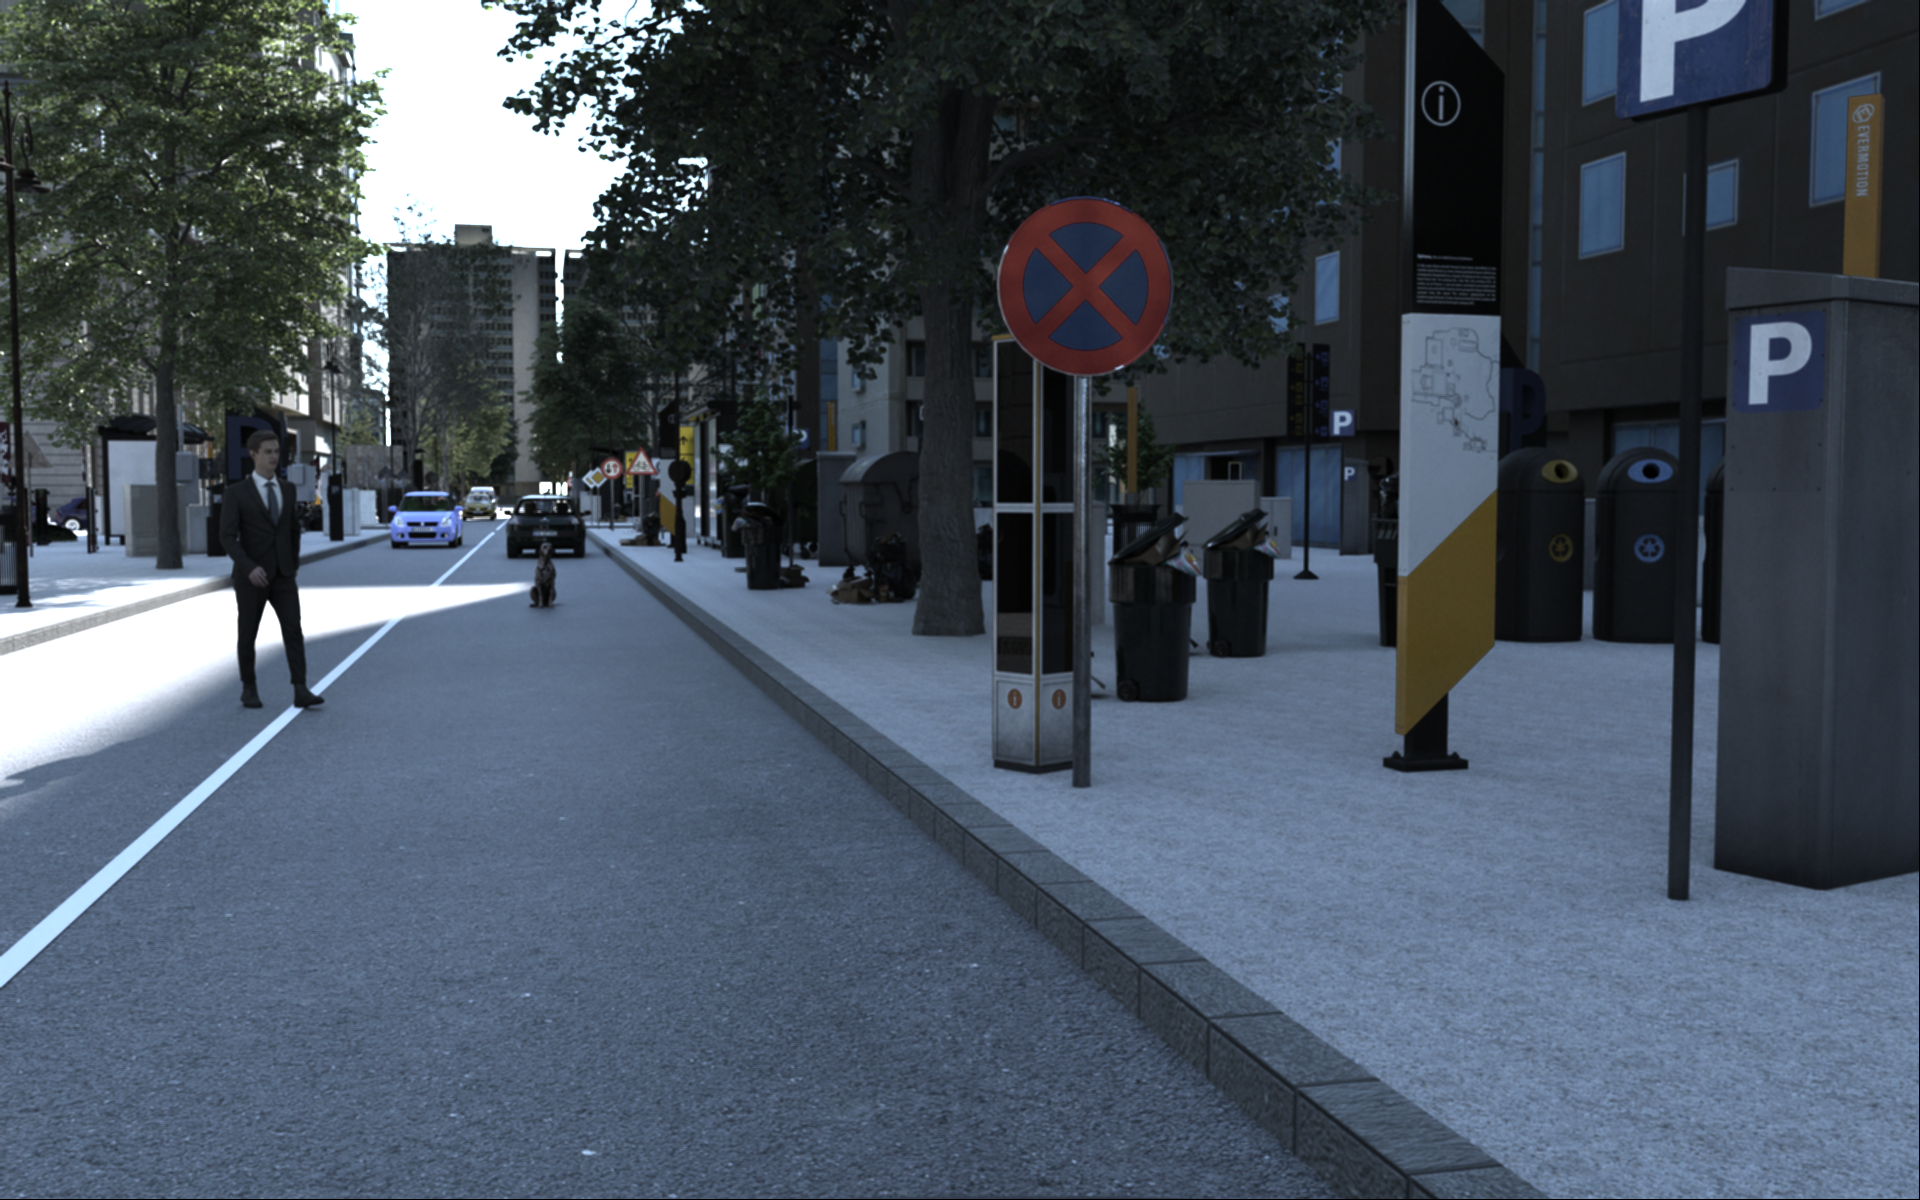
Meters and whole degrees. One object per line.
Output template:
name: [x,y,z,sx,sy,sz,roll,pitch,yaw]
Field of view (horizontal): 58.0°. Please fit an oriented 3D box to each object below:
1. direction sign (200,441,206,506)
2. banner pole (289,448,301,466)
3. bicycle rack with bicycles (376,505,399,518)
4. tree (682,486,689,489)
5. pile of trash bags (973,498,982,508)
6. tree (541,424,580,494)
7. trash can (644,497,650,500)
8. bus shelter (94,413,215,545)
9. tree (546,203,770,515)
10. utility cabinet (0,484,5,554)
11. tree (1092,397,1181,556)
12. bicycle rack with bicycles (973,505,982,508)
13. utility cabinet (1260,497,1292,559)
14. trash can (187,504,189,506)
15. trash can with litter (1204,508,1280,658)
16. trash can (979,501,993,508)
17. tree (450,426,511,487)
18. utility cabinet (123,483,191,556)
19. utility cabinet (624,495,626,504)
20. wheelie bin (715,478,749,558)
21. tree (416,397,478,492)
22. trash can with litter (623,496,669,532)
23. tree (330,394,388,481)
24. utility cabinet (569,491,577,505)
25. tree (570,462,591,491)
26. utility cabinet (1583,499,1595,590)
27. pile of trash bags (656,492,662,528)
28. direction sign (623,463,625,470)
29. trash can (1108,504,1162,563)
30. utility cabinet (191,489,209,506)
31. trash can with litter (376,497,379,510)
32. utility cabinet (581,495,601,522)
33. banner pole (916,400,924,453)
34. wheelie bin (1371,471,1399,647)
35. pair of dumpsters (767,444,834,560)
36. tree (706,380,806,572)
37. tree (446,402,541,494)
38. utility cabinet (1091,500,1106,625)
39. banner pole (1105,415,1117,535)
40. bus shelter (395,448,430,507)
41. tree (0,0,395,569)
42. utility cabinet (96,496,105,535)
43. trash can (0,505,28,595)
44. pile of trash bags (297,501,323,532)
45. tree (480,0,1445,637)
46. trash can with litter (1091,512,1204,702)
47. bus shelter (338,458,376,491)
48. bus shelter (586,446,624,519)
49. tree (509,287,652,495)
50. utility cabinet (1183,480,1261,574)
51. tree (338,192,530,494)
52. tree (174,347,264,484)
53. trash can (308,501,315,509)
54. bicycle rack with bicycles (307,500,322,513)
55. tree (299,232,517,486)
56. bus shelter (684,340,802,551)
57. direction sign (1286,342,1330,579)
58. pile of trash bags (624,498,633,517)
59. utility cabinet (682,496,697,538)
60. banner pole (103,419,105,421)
direction sign: [-32.322,-5.016,74.003,0.379,3.537,0.876,-1,4,-12]
banner pole: [-35.846,-6.324,93.422,0.401,3.779,0.863,1,4,22]
bicycle rack with bicycles: [-27.932,-4.420,85.649,2.925,0.926,2.852,-3,5,-40]
tree: [-18.569,-7.764,110.661,4.285,4.588,4.351,0,3,0]
pile of trash bags: [1.715,-3.252,62.918,3.447,1.369,1.912,2,4,27]
tree: [-43.826,-16.198,190.591,9.928,11.665,9.643,0,3,0]
trash can: [-13.825,-3.974,76.630,0.748,1.137,0.748,0,3,0]
bus shelter: [-21.276,-3.179,45.896,2.014,3.302,5.546,-1,4,-14]
tree: [-9.536,-7.380,55.084,7.601,10.594,8.767,-1,4,-15]
utility cabinet: [-20.872,-1.735,37.045,1.173,1.500,0.318,3,5,40]
tree: [3.669,-2.444,34.562,1.663,3.219,1.824,0,3,0]
bicycle rack with bicycles: [2.232,-4.403,85.378,2.852,0.926,2.925,-1,4,-14]
utility cabinet: [6.013,-1.408,34.190,1.020,1.237,0.306,0,4,-1]
trash can: [-40.443,-4.797,90.081,0.748,1.137,0.748,0,3,0]
trash can with litter: [1.964,-0.141,13.696,1.055,1.170,0.624,0,4,1]
trash can: [0.769,-1.527,36.618,0.748,1.137,0.748,0,3,0]
tree: [-55.576,-16.205,199.367,8.767,10.594,7.601,1,4,12]
utility cabinet: [-16.522,-1.647,35.604,0.318,1.500,1.173,3,4,37]
utility cabinet: [-20.372,-5.690,104.196,1.020,1.237,0.306,-3,5,-43]
wheelie bin: [-4.427,-1.652,34.913,0.980,1.594,0.693,-1,4,-15]
tree: [-37.425,-10.716,125.575,4.360,8.622,3.978,0,3,0]
trash can with litter: [-10.080,-2.893,58.359,2.233,1.210,1.678,1,4,14]
tree: [-42.523,-10.534,122.587,4.360,8.622,3.978,0,3,0]
utility cabinet: [-28.317,-7.305,128.108,1.173,1.500,0.318,2,4,24]
tree: [-22.317,-6.596,102.442,1.663,3.219,1.824,0,3,0]
utility cabinet: [8.408,-0.743,23.308,1.020,1.237,0.306,-2,4,-35]
pile of trash bags: [-9.123,-3.150,61.248,3.447,1.369,1.912,0,4,-8]
direction sign: [-24.960,-8.279,127.359,0.876,3.537,0.379,2,4,25]
trash can: [2.419,-0.752,23.950,0.748,1.137,0.748,0,3,0]
utility cabinet: [-33.604,-4.178,76.988,1.173,1.500,0.318,-3,5,-41]
trash can with litter: [-34.797,-5.575,102.208,2.233,1.210,1.678,0,4,-6]
utility cabinet: [-17.107,-4.230,80.326,1.020,1.237,0.306,2,4,34]
banner pole: [-0.595,-3.100,40.708,0.863,3.779,0.401,0,4,0]
wheelie bin: [3.844,-0.398,14.422,0.693,1.594,0.980,-1,4,-14]
pair of dumpsters: [-3.108,-2.037,35.793,1.574,2.255,4.437,-1,4,-14]
tree: [-3.365,-2.083,28.654,1.663,3.219,1.824,0,3,0]
tree: [-50.427,-15.450,178.361,9.928,11.665,9.643,0,3,0]
utility cabinet: [0.902,-0.355,16.965,1.020,1.237,0.306,-1,4,-18]
banner pole: [4.762,-3.970,54.934,0.401,3.779,0.863,2,4,34]
bus shelter: [-28.791,-6.074,90.592,1.731,3.624,6.357,-1,4,-14]
tree: [-13.186,-6.806,29.412,7.486,12.596,7.792,0,3,0]
utility cabinet: [-26.864,-2.625,54.076,1.020,1.237,0.306,3,5,40]
trash can: [-12.311,-0.640,22.123,0.748,1.137,0.748,0,3,0]
pile of trash bags: [-22.513,-3.071,59.963,1.912,1.369,3.447,1,4,23]
tree: [0.009,-6.659,15.529,9.857,13.997,8.962,0,3,0]
trash can with litter: [0.960,0.035,10.810,1.055,1.170,0.624,0,4,6]
bus shelter: [-31.725,-6.013,92.233,2.014,3.302,5.546,-1,4,-14]
bus shelter: [-17.824,-5.855,87.006,1.731,3.624,6.357,-1,4,-14]
tree: [-20.298,-10.775,94.305,7.486,12.596,7.792,0,3,0]
utility cabinet: [4.126,-1.139,27.303,1.173,1.500,0.318,2,4,28]
tree: [-34.632,-15.641,111.623,12.611,20.169,13.585,0,3,0]
tree: [-37.187,-8.348,86.846,4.737,8.622,4.395,0,3,0]
trash can: [-42.330,-6.217,113.309,0.748,1.137,0.748,0,3,0]
bicycle rack with bicycles: [-49.326,-7.308,132.867,2.852,0.926,2.925,0,4,-6]
tree: [-25.727,-10.439,81.052,12.009,13.543,11.850,0,3,0]
bus shelter: [-5.587,-3.987,42.823,2.179,5.291,8.768,-1,4,-14]
direction sign: [5.233,-2.085,26.084,0.876,3.537,0.379,-2,4,-35]
pile of trash bags: [-19.005,-5.368,97.511,3.447,1.369,1.912,3,4,38]
utility cabinet: [-7.706,-2.401,50.425,1.020,1.237,0.306,2,4,25]
banner pole: [-27.732,-4.081,56.749,0.863,3.779,0.401,-3,5,-44]
